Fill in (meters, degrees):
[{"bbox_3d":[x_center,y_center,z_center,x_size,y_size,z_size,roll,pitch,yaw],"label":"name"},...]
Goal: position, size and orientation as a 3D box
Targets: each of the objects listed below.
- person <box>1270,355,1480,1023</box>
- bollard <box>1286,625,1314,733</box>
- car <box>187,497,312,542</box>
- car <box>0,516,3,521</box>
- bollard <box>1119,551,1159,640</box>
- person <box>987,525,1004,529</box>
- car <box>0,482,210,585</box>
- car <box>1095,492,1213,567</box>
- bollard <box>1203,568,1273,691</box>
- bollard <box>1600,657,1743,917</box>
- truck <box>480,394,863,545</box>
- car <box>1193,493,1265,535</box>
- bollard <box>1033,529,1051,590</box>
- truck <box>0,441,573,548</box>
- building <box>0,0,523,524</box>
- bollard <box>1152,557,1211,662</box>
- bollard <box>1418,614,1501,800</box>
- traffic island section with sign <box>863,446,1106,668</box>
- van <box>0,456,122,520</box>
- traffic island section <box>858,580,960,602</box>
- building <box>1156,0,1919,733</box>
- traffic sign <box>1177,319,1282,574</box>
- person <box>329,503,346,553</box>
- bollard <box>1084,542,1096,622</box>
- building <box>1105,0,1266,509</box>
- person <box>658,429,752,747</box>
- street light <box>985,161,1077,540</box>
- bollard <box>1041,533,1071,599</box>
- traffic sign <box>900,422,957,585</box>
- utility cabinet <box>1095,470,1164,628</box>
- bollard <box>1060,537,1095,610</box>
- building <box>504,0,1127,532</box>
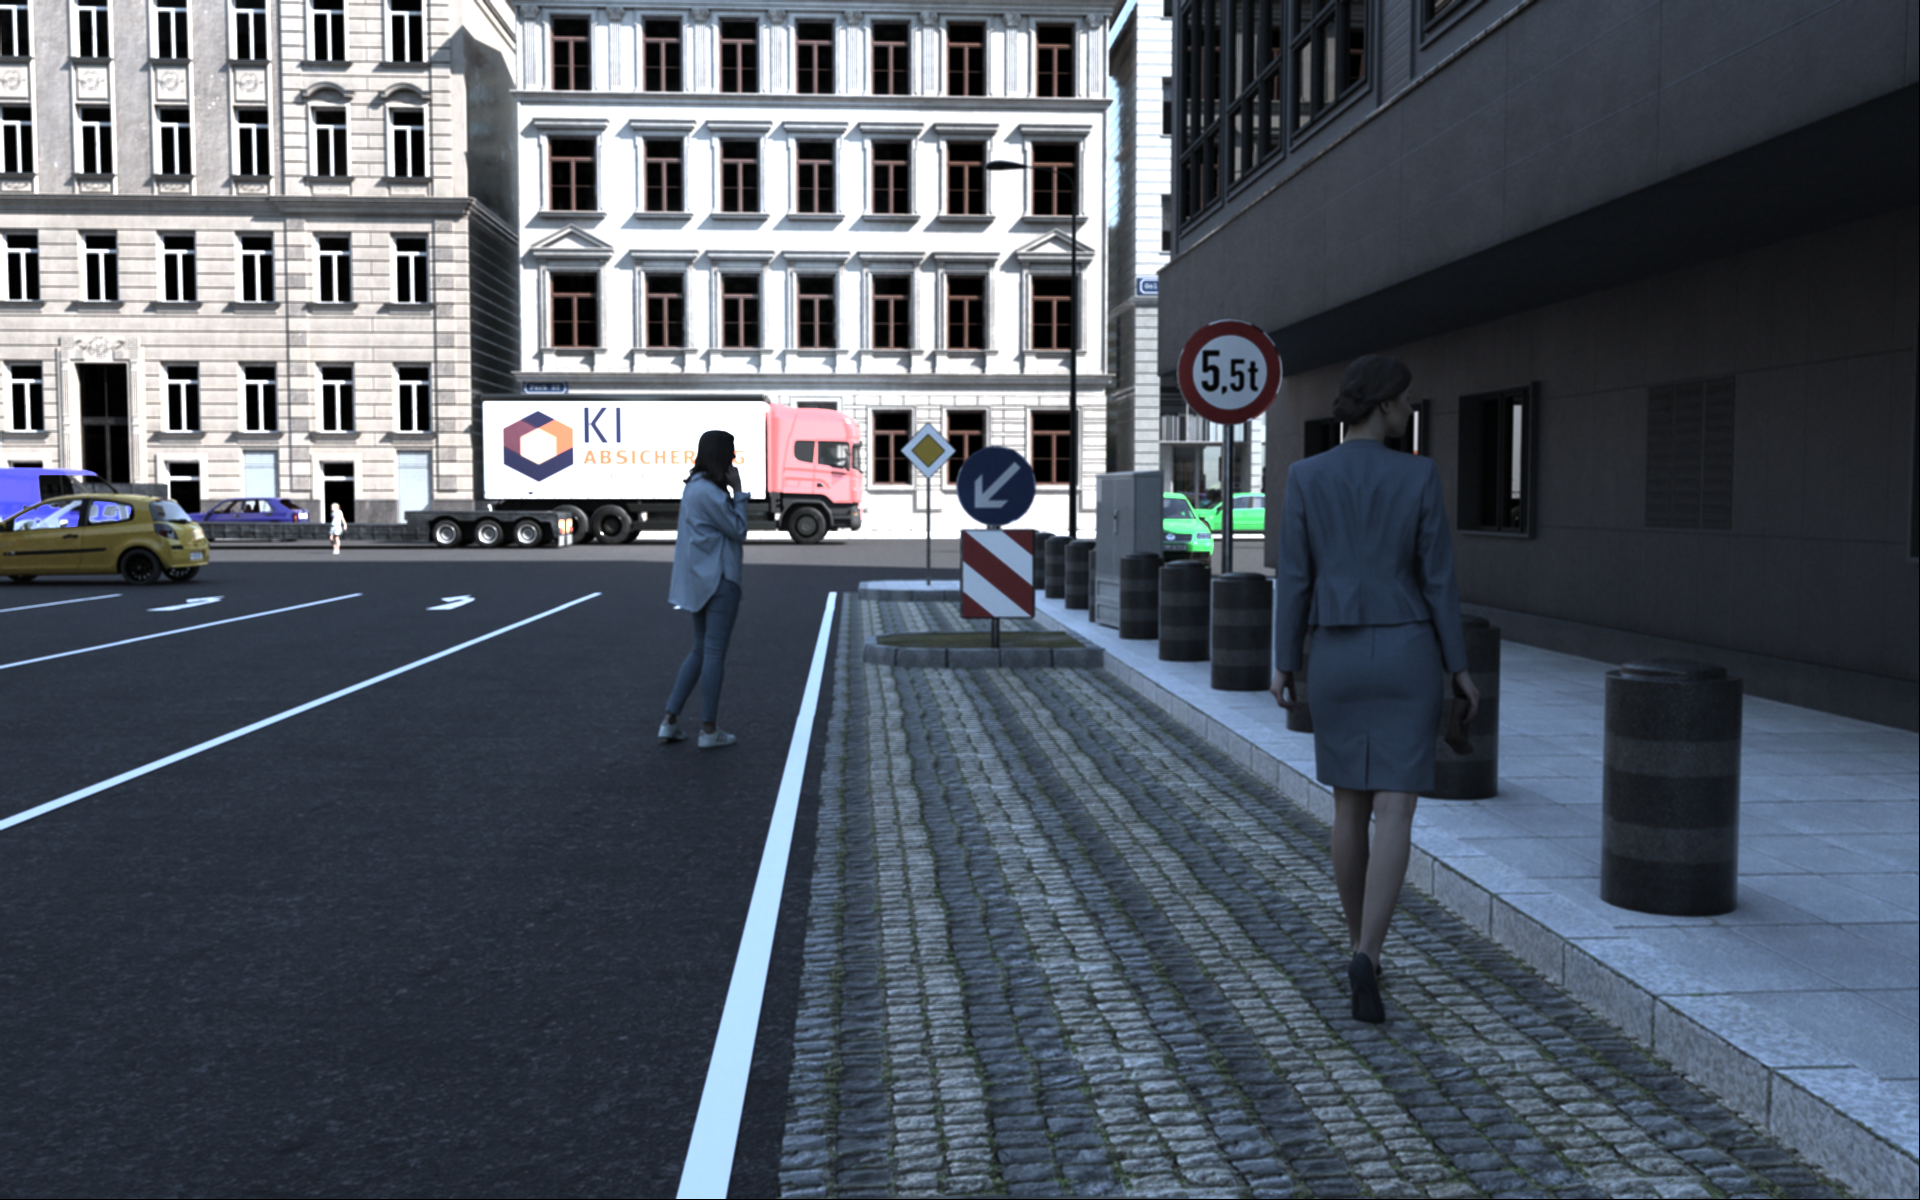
[{"bbox_3d":[1.127,0.224,4.862,0.581,1.822,0.654,2,4,33],"label":"person"},{"bbox_3d":[1.985,0.323,9.436,0.404,0.777,0.398,0,3,0],"label":"bollard"},{"bbox_3d":[-21.774,-2.432,52.344,3.894,1.354,1.945,0,4,-4],"label":"car"},{"bbox_3d":[-23.039,-1.736,37.981,3.694,1.707,1.945,0,4,-3],"label":"car"},{"bbox_3d":[1.619,-0.043,15.420,0.404,0.777,0.398,0,3,0],"label":"bollard"},{"bbox_3d":[0.850,-2.063,42.448,0.478,1.798,0.641,1,4,23],"label":"person"},{"bbox_3d":[-14.282,-1.080,27.888,3.980,1.641,2.015,0,4,-2],"label":"car"},{"bbox_3d":[3.684,-1.498,33.290,1.959,1.807,4.718,0,4,-2],"label":"car"},{"bbox_3d":[1.859,0.201,11.427,0.404,0.777,0.398,0,3,0],"label":"bollard"},{"bbox_3d":[2.227,0.568,5.430,0.404,0.777,0.398,0,3,0],"label":"bollard"},{"bbox_3d":[-7.770,-3.719,49.723,11.283,4.237,2.839,0,4,-2],"label":"truck"},{"bbox_3d":[8.552,-2.736,53.535,4.718,1.807,1.959,0,4,-5],"label":"car"},{"bbox_3d":[1.137,-0.531,23.405,0.404,0.777,0.398,0,3,0],"label":"bollard"},{"bbox_3d":[-19.957,-3.430,45.846,18.799,4.110,2.967,0,4,-4],"label":"truck"},{"bbox_3d":[-28.939,-16.237,62.738,25.104,27.353,12.463,0,4,-3],"label":"building"},{"bbox_3d":[1.742,0.079,13.418,0.404,0.777,0.398,0,3,0],"label":"bollard"},{"bbox_3d":[2.106,0.446,7.431,0.404,0.777,0.398,0,3,0],"label":"bollard"},{"bbox_3d":[0.150,-0.397,15.113,1.989,1.847,2.006,0,4,-3],"label":"traffic island section with sign"},{"bbox_3d":[-21.786,-2.212,40.556,5.245,2.365,2.240,0,4,-4],"label":"van"},{"bbox_3d":[-0.422,-0.127,24.364,2.009,0.180,2.903,0,4,-3],"label":"traffic island section"},{"bbox_3d":[10.308,-13.309,11.111,14.314,27.812,24.014,0,4,-3],"label":"building"},{"bbox_3d":[1.971,-0.774,12.754,0.768,2.556,0.104,0,4,1],"label":"traffic sign"},{"bbox_3d":[-15.017,-1.734,41.872,0.505,1.210,0.382,1,4,19],"label":"person"},{"bbox_3d":[1.497,-0.165,17.411,0.404,0.777,0.398,0,3,0],"label":"bollard"},{"bbox_3d":[20.299,-17.542,64.312,29.804,29.767,11.434,0,4,-3],"label":"building"},{"bbox_3d":[-1.459,-0.066,9.852,0.793,1.790,0.793,2,4,28],"label":"person"},{"bbox_3d":[1.054,-3.167,24.327,1.470,5.913,1.316,0,4,-3],"label":"street light"},{"bbox_3d":[1.252,-0.409,21.407,0.404,0.777,0.398,0,3,0],"label":"bollard"},{"bbox_3d":[-0.446,-1.263,24.285,0.795,2.450,0.064,0,4,-3],"label":"traffic sign"},{"bbox_3d":[1.589,-0.476,16.467,0.318,1.500,1.173,-1,4,-12],"label":"utility cabinet"},{"bbox_3d":[1.377,-0.287,19.406,0.404,0.777,0.398,0,3,0],"label":"bollard"},{"bbox_3d":[-5.126,-13.867,62.885,21.152,22.565,11.583,0,4,-3],"label":"building"}]
